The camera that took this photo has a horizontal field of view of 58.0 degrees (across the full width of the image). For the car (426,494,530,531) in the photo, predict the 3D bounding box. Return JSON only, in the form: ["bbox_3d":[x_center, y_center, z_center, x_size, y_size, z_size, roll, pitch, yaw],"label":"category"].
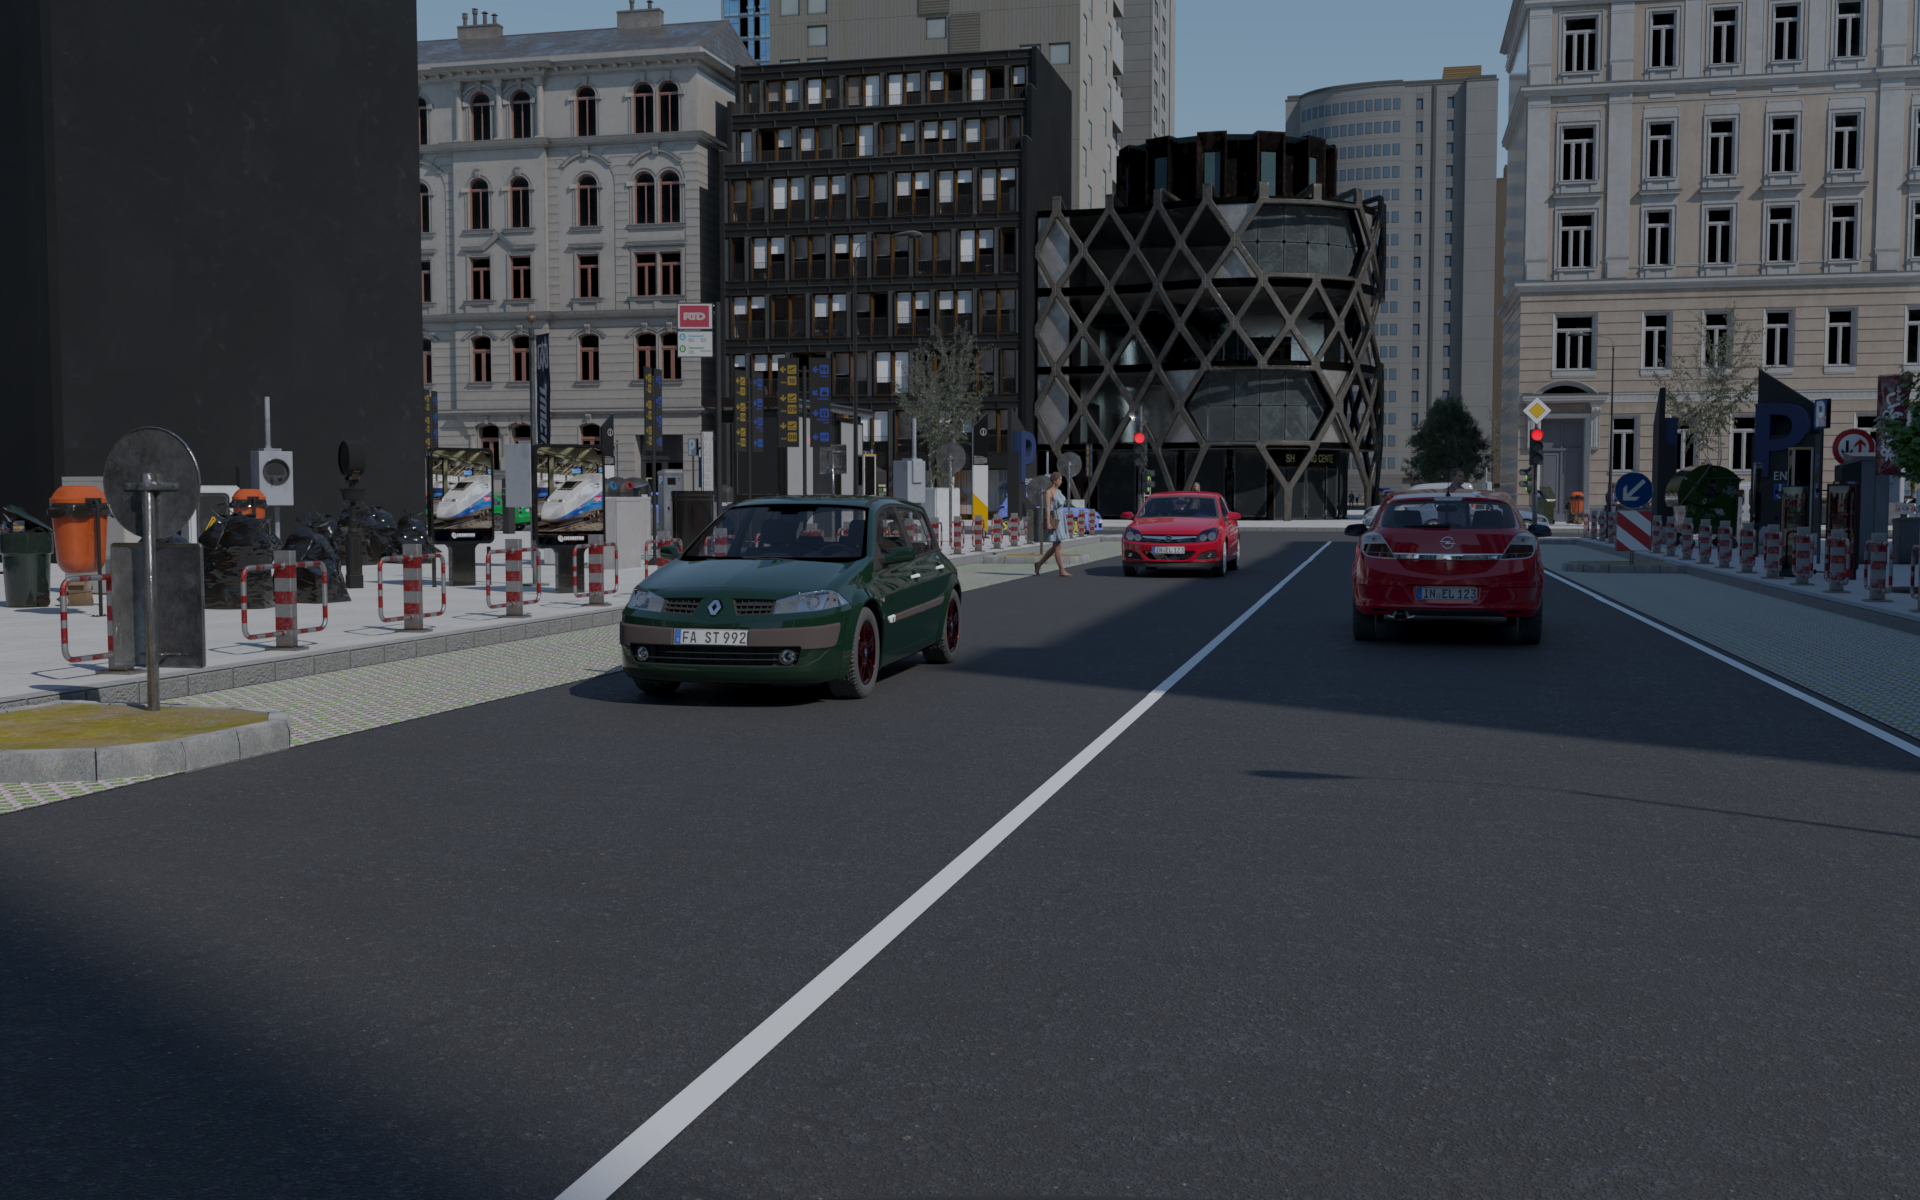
[{"bbox_3d":[-18.656,-3.543,66.727,4.718,1.807,1.959,1,4,12],"label":"car"}]

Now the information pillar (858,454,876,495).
[{"bbox_3d":[-1.761,-1.689,32.106,0.304,2.012,0.304,-3,5,-41],"label":"information pillar"}]

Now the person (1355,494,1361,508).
[{"bbox_3d":[42.014,-10.459,182.690,0.628,1.438,0.799,1,4,11],"label":"person"}]

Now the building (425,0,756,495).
[{"bbox_3d":[-22.639,-18.942,97.088,23.554,28.519,14.401,1,4,14],"label":"building"}]

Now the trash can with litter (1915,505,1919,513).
[{"bbox_3d":[25.163,-2.038,44.712,1.055,1.170,0.624,-3,5,-42],"label":"trash can with litter"}]

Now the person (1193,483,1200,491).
[{"bbox_3d":[7.240,-2.894,56.030,1.509,1.804,0.699,-1,4,-11],"label":"person"}]

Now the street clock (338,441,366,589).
[{"bbox_3d":[-8.246,-1.160,23.530,0.358,2.002,0.471,-3,4,-38],"label":"street clock"}]

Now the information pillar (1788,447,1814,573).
[{"bbox_3d":[13.232,-1.395,27.304,0.304,2.012,0.304,1,4,13],"label":"information pillar"}]

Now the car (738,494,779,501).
[{"bbox_3d":[-6.170,-3.165,61.541,4.222,1.686,2.009,1,4,12],"label":"car"}]

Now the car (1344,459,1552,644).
[{"bbox_3d":[5.113,-0.560,18.204,2.155,1.783,4.494,1,4,15],"label":"car"}]

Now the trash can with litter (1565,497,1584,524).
[{"bbox_3d":[26.514,-3.865,74.572,0.624,1.170,1.055,-1,4,-13],"label":"trash can with litter"}]

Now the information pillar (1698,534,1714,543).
[{"bbox_3d":[19.428,-2.481,45.061,0.304,2.012,0.304,3,5,40],"label":"information pillar"}]

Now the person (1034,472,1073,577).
[{"bbox_3d":[1.595,-1.308,29.986,0.778,1.811,0.616,2,4,33],"label":"person"}]

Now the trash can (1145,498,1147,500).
[{"bbox_3d":[14.013,-7.038,126.720,0.748,1.137,0.748,0,3,0],"label":"trash can"}]

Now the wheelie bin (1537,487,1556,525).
[{"bbox_3d":[24.587,-3.974,72.887,0.980,1.594,0.693,-2,4,-27],"label":"wheelie bin"}]

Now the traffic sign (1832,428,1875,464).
[{"bbox_3d":[17.323,-2.052,33.651,0.768,2.556,0.104,1,4,14],"label":"traffic sign"}]

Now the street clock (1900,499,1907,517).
[{"bbox_3d":[35.223,-3.672,64.604,0.358,2.002,0.471,-1,4,-15],"label":"street clock"}]

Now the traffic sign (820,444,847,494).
[{"bbox_3d":[-2.617,-2.055,35.721,0.606,2.300,0.079,1,4,19],"label":"traffic sign"}]

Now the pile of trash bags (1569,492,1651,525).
[{"bbox_3d":[27.144,-3.816,72.148,3.447,1.369,1.912,0,4,6],"label":"pile of trash bags"}]

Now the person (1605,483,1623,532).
[{"bbox_3d":[20.558,-2.775,54.317,0.568,1.767,0.683,3,4,36],"label":"person"}]

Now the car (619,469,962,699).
[{"bbox_3d":[-1.185,-0.228,13.507,2.009,1.686,4.222,1,4,13],"label":"car"}]

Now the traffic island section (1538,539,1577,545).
[{"bbox_3d":[16.700,-1.713,50.290,2.009,0.180,2.903,1,4,14],"label":"traffic island section"}]

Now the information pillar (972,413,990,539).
[{"bbox_3d":[0.588,-3.577,49.847,0.504,3.616,0.183,-2,4,-27],"label":"information pillar"}]

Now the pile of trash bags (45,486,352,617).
[{"bbox_3d":[-8.672,-0.596,19.503,1.912,1.369,3.447,1,4,23],"label":"pile of trash bags"}]

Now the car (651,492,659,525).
[{"bbox_3d":[-11.411,-3.588,68.256,3.694,1.707,1.945,1,4,12],"label":"car"}]

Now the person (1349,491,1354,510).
[{"bbox_3d":[36.047,-9.182,159.541,0.541,1.710,0.530,2,4,29],"label":"person"}]

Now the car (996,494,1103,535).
[{"bbox_3d":[3.062,-3.056,59.554,3.694,1.707,1.945,1,4,15],"label":"car"}]

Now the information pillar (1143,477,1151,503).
[{"bbox_3d":[8.240,-4.401,76.452,0.304,2.012,0.304,0,4,-4],"label":"information pillar"}]

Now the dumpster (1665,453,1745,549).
[{"bbox_3d":[17.888,-2.392,41.607,1.502,2.255,1.985,1,4,14],"label":"dumpster"}]

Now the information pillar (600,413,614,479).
[{"bbox_3d":[-10.200,-3.598,50.175,0.183,3.616,0.504,2,4,33],"label":"information pillar"}]

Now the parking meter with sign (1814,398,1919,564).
[{"bbox_3d":[16.606,-2.167,31.687,1.738,3.016,0.543,0,4,5],"label":"parking meter with sign"}]

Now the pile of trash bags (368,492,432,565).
[{"bbox_3d":[-11.465,-1.327,31.457,3.447,1.369,1.912,-3,5,-42],"label":"pile of trash bags"}]

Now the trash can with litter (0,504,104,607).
[{"bbox_3d":[-10.426,-0.517,19.844,1.055,1.170,0.624,-2,4,-31],"label":"trash can with litter"}]

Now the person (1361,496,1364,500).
[{"bbox_3d":[34.515,-8.430,146.340,1.348,1.822,0.705,0,4,7],"label":"person"}]

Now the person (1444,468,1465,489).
[{"bbox_3d":[7.255,-1.023,25.321,0.694,1.812,0.767,-2,4,-34],"label":"person"}]

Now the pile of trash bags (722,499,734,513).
[{"bbox_3d":[-18.238,-7.226,127.900,1.912,1.369,3.447,1,4,17],"label":"pile of trash bags"}]

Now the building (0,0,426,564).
[{"bbox_3d":[-22.603,-12.798,38.929,15.834,23.373,12.332,1,4,14],"label":"building"}]

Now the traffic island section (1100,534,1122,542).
[{"bbox_3d":[5.491,-1.881,53.035,2.009,0.180,2.903,1,4,14],"label":"traffic island section"}]

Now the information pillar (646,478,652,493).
[{"bbox_3d":[-14.036,-4.518,78.362,0.304,2.012,0.304,-1,4,-18],"label":"information pillar"}]

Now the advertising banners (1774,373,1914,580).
[{"bbox_3d":[13.219,-1.822,25.976,0.090,3.025,2.074,-2,4,-32],"label":"advertising banners"}]

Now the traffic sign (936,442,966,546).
[{"bbox_3d":[-0.236,-2.605,42.691,0.768,2.556,0.104,1,4,19],"label":"traffic sign"}]

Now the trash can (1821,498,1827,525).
[{"bbox_3d":[35.660,-3.653,71.382,0.748,1.137,0.748,0,3,0],"label":"trash can"}]

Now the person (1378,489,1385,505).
[{"bbox_3d":[34.139,-8.092,140.821,1.348,1.821,0.705,-2,4,-35],"label":"person"}]

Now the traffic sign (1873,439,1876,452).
[{"bbox_3d":[18.243,-2.154,35.318,0.768,2.556,0.104,1,4,20],"label":"traffic sign"}]

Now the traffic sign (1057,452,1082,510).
[{"bbox_3d":[3.289,-3.193,52.319,0.768,2.556,0.104,1,4,17],"label":"traffic sign"}]

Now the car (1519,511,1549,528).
[{"bbox_3d":[16.274,-2.617,54.793,4.499,1.417,2.014,1,4,13],"label":"car"}]

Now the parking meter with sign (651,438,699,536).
[{"bbox_3d":[-8.988,-3.510,53.642,1.738,3.016,0.543,-3,4,-37],"label":"parking meter with sign"}]

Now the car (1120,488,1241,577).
[{"bbox_3d":[4.062,-1.374,31.507,2.155,1.783,4.494,1,4,14],"label":"car"}]
